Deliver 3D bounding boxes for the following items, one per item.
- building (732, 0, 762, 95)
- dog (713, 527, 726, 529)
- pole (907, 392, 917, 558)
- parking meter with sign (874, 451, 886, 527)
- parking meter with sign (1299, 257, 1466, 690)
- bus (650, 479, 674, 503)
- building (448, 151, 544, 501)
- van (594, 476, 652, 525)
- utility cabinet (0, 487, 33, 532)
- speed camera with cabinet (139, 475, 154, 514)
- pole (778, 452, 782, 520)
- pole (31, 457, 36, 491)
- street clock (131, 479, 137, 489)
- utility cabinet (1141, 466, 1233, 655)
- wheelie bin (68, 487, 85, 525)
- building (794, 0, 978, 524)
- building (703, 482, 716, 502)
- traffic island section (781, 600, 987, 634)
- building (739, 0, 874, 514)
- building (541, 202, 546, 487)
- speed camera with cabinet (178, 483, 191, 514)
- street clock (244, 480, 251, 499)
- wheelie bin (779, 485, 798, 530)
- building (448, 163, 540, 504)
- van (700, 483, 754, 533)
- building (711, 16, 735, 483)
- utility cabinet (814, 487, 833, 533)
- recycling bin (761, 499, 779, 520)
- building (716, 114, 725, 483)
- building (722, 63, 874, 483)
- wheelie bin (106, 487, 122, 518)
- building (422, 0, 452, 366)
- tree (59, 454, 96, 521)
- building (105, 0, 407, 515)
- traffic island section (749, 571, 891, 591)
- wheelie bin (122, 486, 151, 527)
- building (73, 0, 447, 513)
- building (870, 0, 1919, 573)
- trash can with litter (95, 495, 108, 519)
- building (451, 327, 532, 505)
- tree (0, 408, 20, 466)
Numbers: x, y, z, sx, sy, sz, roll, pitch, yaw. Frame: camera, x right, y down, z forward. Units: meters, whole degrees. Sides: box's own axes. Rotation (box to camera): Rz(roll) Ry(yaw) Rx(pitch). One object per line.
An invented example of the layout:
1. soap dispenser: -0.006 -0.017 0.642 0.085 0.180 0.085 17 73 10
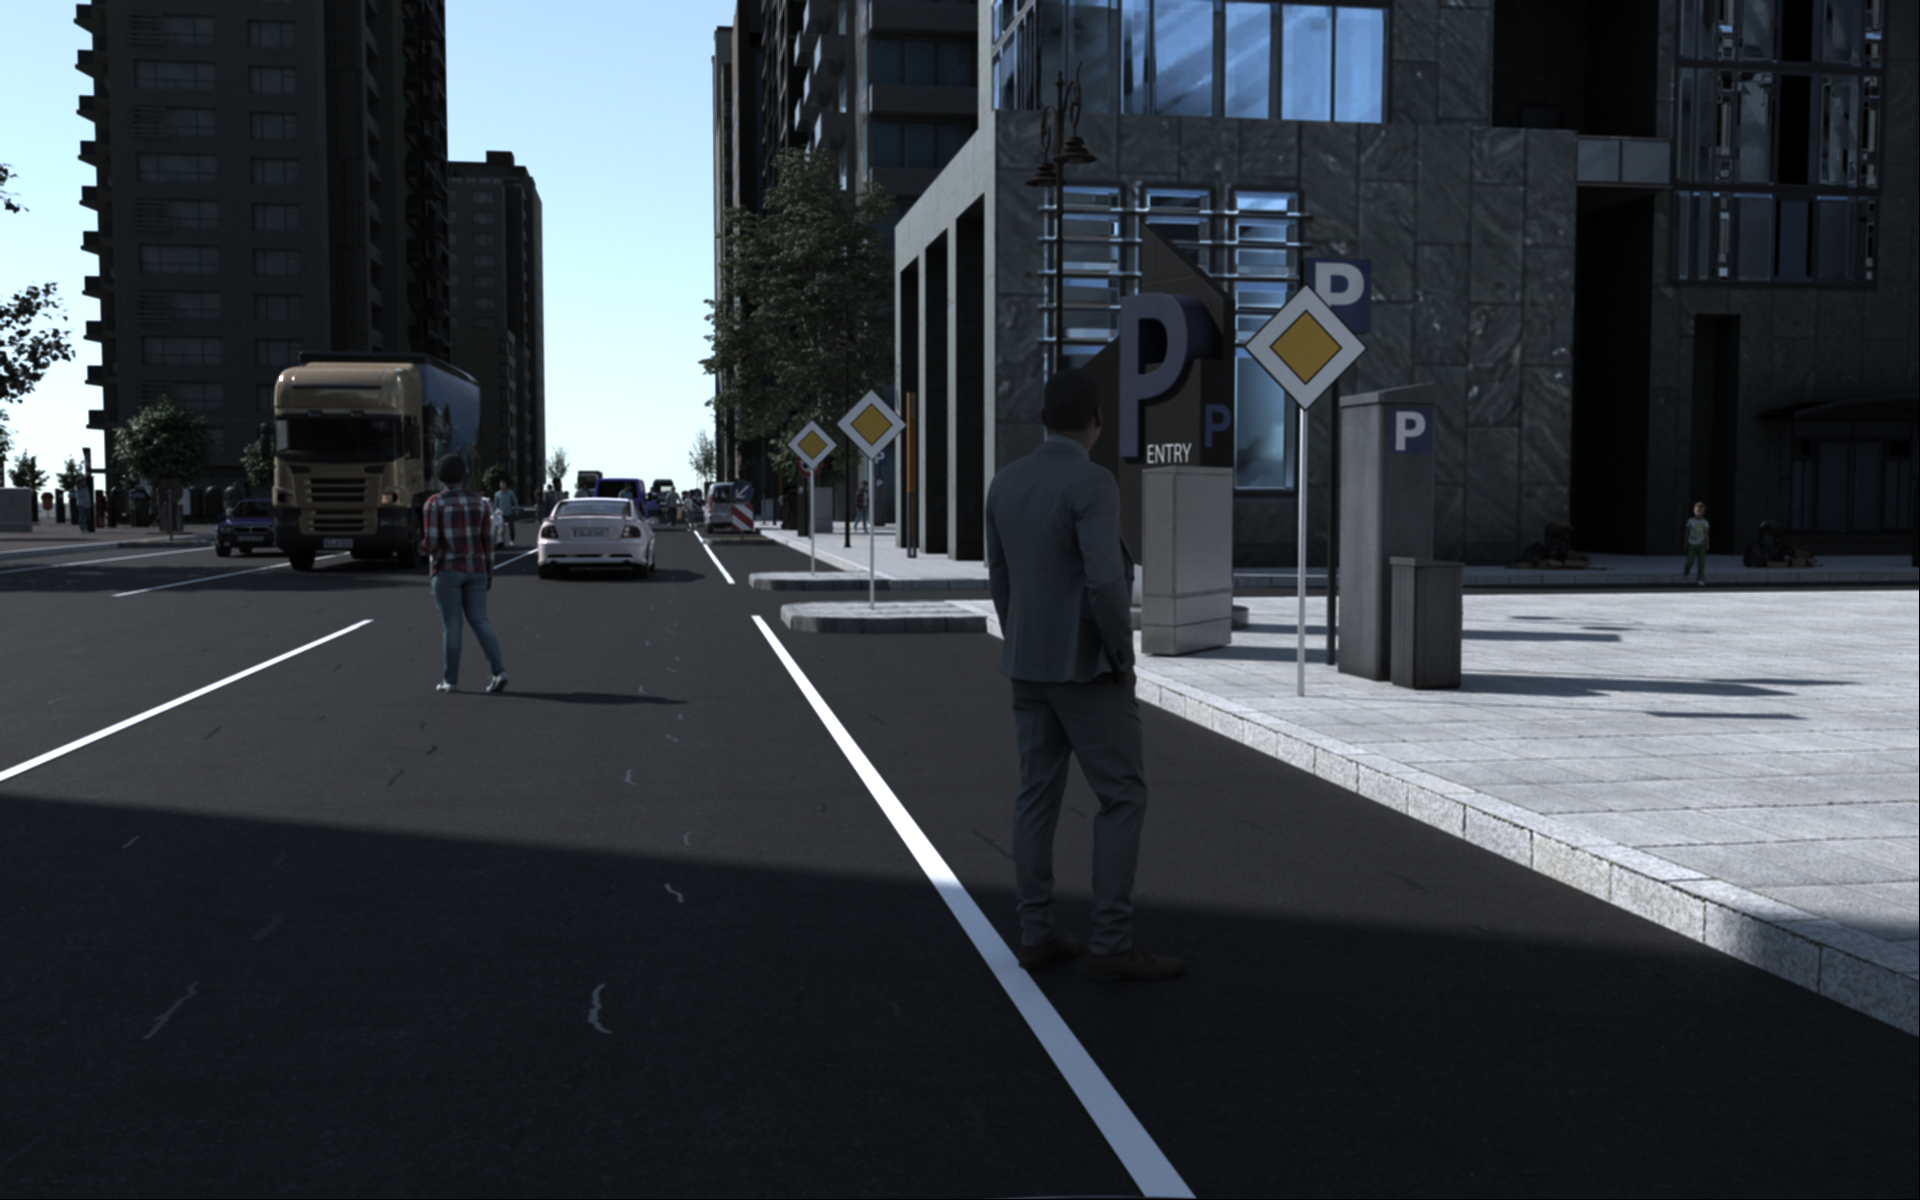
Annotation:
1. building: -13.093 -30.895 155.243 14.600 45.320 14.200 -1 4 -10
2. dog: -9.993 -3.149 71.687 0.748 0.427 0.550 -1 4 -11
3. pole: -0.970 -2.501 34.739 0.158 3.312 0.155 0 3 0
4. parking meter with sign: -3.226 -4.457 69.136 0.543 3.016 1.738 0 4 -1
5. parking meter with sign: 2.966 -0.969 12.105 0.543 3.016 1.738 -1 4 -13
6. bus: -38.166 -13.906 222.214 2.948 3.499 13.247 -1 4 -11
7. building: -63.725 -35.428 229.360 14.600 45.320 14.200 -1 4 -10
8. van: -13.529 -3.968 69.263 2.240 2.365 5.245 0 4 -8
9. utility cabinet: -31.642 -3.002 57.756 1.173 1.500 0.318 -1 4 -13
10. speed camera with cabinet: -41.088 -5.693 87.419 0.660 3.252 2.038 -1 4 -21
11. pole: -8.802 -5.571 84.923 0.158 3.312 0.155 0 3 0
12. pole: -50.424 -6.143 94.286 0.158 3.312 0.155 0 3 0
13. street clock: -40.557 -4.926 85.114 0.358 2.002 0.471 -1 4 -21
14. utility cabinet: 1.851 -0.333 14.118 0.318 1.500 1.173 2 4 31
15. wheelie bin: -37.241 -3.987 73.090 0.693 1.594 0.980 -1 4 -21
16. building: 3.284 -28.652 88.065 23.786 49.044 30.456 -1 4 -10
17. building: -20.744 -34.098 249.379 32.217 40.220 23.993 -1 4 -10
18. traffic island section: -0.934 0.185 19.251 2.009 0.180 2.903 -1 4 -10
19. building: -7.181 -42.788 137.829 20.563 71.187 20.611 -1 4 -10
20. building: -66.020 -36.284 243.348 14.600 45.320 14.200 -1 4 -10
21. speed camera with cabinet: -38.288 -5.570 85.410 0.660 3.252 2.038 -2 4 -24
22. street clock: -35.667 -5.025 86.734 0.358 2.002 0.471 0 4 -6
23. wheelie bin: -5.951 -3.296 61.793 0.980 1.594 0.693 -2 4 -32
24. building: -60.285 -32.548 215.748 14.154 41.232 14.086 -1 4 -10
25. van: -8.660 -3.516 64.493 2.013 2.044 4.112 -1 4 -10
26. building: -20.950 -41.613 222.368 21.231 58.520 28.212 -1 4 -10
27. utility cabinet: -4.668 -2.896 56.028 1.173 1.500 0.318 -3 5 -44
28. recycling bin: -9.589 -4.589 87.584 0.722 1.027 0.722 1 4 14
29. building: -20.976 -33.708 201.242 14.600 45.320 14.200 -1 4 -10
30. building: -16.103 -29.703 169.236 14.154 41.232 14.086 -1 4 -10
31. wheelie bin: -37.905 -4.268 77.697 0.693 1.594 0.980 -2 4 -31
32. building: -52.767 -43.424 148.236 20.563 71.187 20.611 -1 4 -10
33. tree: -42.496 -5.396 82.829 1.663 3.219 1.824 0 3 0
34. building: -41.272 -25.675 103.376 14.154 41.232 14.086 -1 4 -10
35. traffic island section: -2.259 -0.296 27.126 2.009 0.180 2.903 -1 4 -10
36. wheelie bin: -32.065 -3.656 67.687 0.980 1.594 0.693 3 5 40
37. building: -49.217 -28.688 123.673 22.147 44.769 28.867 -1 4 -10
38. building: 14.024 -44.502 40.284 31.000 86.520 22.319 -1 4 -10
39. trash can with litter: -45.084 -4.920 91.501 1.678 1.210 2.233 -1 4 -23
40. building: -63.291 -21.313 193.510 27.650 21.520 28.899 -1 4 -10
41. tree: -28.675 -4.029 49.580 4.285 4.588 4.351 0 3 0
